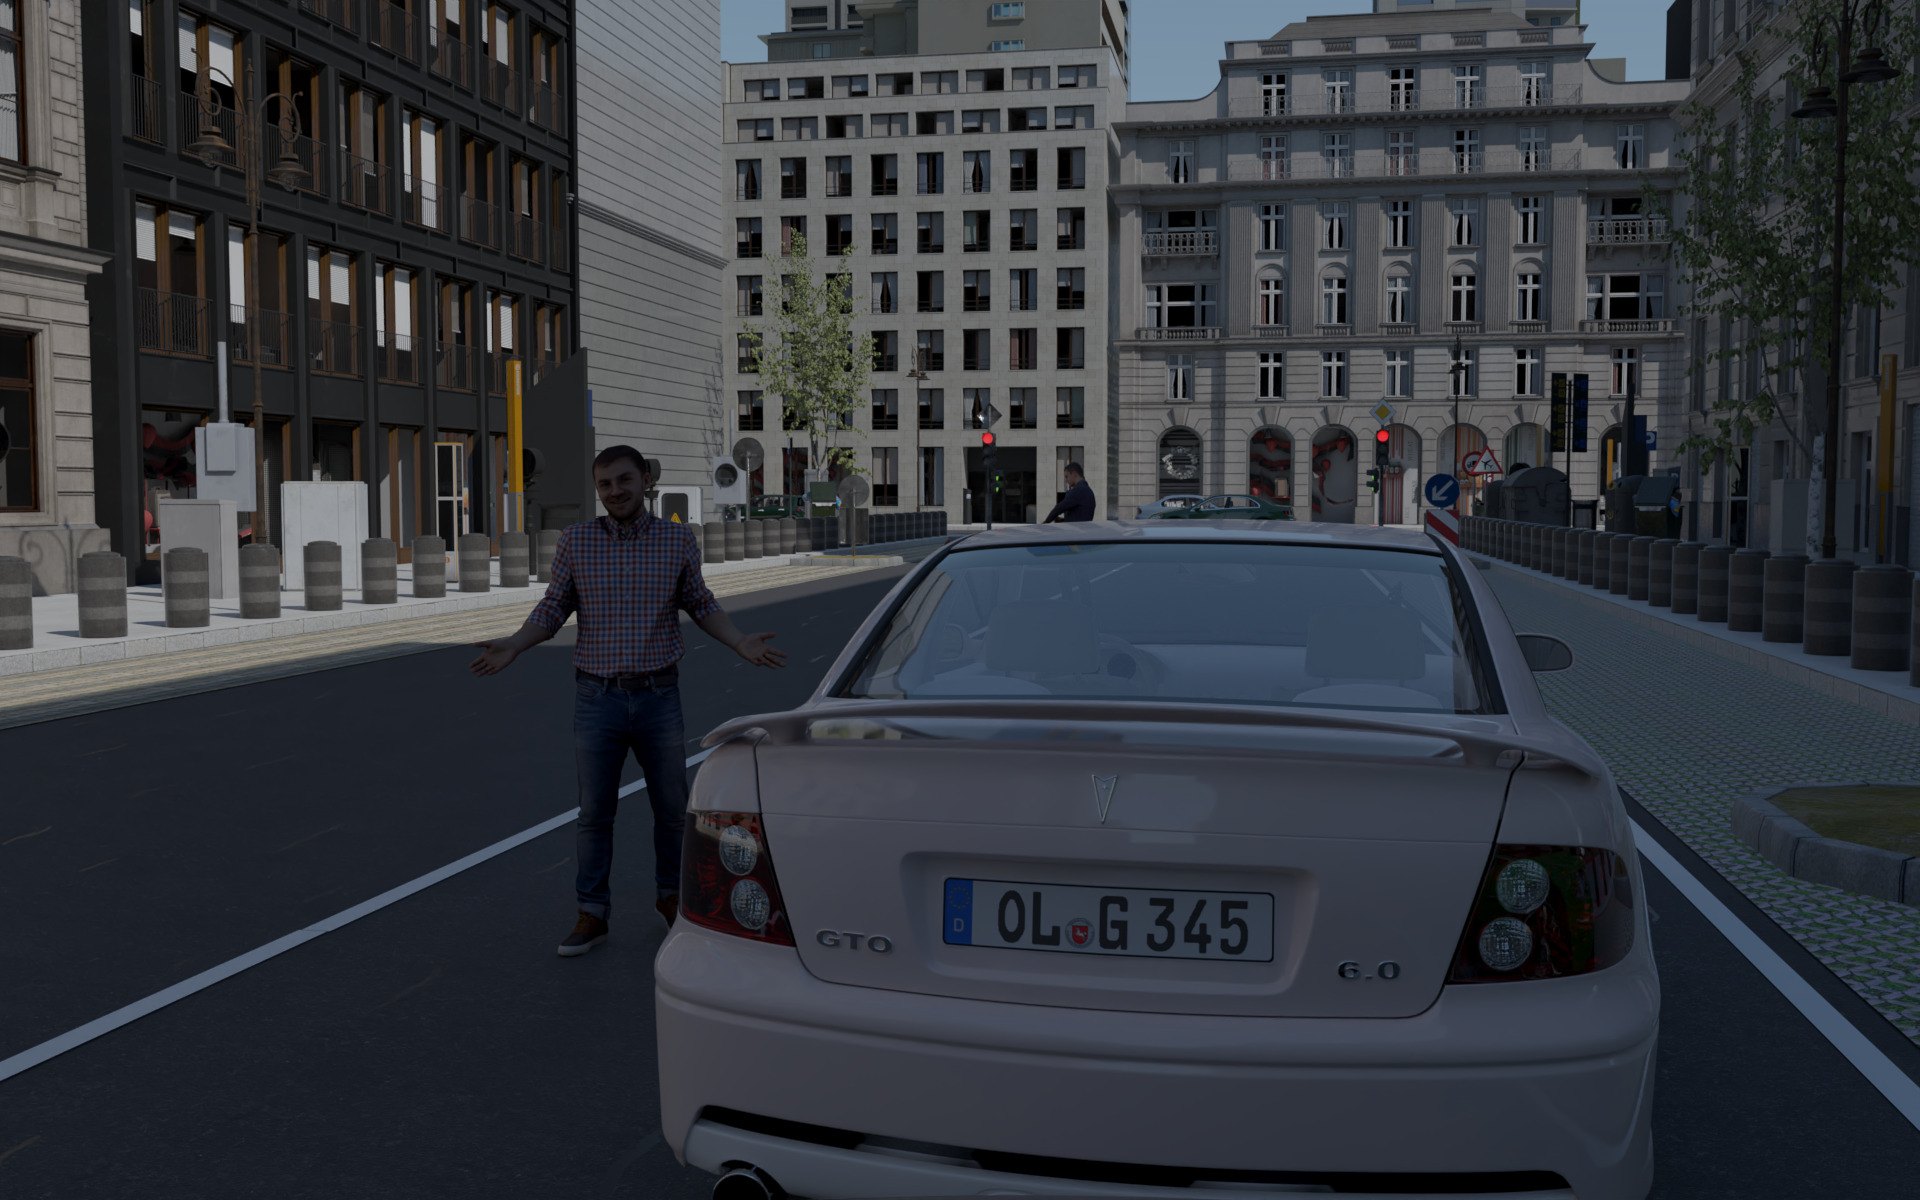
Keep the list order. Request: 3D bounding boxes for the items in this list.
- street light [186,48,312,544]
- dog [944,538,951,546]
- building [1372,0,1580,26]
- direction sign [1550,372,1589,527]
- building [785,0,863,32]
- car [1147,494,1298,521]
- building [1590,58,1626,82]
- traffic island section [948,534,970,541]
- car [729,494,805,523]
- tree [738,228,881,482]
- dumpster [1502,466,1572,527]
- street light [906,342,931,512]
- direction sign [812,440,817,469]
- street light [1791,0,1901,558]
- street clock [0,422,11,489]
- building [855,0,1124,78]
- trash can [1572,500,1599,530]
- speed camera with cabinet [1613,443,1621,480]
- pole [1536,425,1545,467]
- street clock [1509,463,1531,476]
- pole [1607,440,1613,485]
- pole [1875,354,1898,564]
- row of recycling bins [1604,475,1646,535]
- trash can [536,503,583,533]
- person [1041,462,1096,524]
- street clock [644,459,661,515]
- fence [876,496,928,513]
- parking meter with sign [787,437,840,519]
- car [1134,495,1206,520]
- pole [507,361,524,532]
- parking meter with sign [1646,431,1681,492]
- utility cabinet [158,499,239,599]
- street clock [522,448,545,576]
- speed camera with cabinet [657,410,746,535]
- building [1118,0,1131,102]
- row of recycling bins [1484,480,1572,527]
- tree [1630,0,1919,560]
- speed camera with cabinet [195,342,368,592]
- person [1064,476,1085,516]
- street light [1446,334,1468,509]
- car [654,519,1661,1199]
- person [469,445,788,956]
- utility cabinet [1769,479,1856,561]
[{"bbox_3d":[-7.543,-2.800,18.561,0.468,5.910,1.993,1,4,11],"label":"street light"},{"bbox_3d":[-0.425,-1.236,40.406,0.748,0.427,0.550,-1,4,-13],"label":"dog"},{"bbox_3d":[54.617,-39.363,185.583,21.231,58.520,28.212,1,4,11],"label":"building"},{"bbox_3d":[11.412,-2.477,32.497,0.876,3.537,0.379,-2,4,-24],"label":"direction sign"},{"bbox_3d":[-12.600,-49.503,247.622,20.611,71.187,20.563,1,4,11],"label":"building"},{"bbox_3d":[8.496,-2.730,56.431,4.920,1.459,2.131,1,4,10],"label":"car"},{"bbox_3d":[55.775,-28.596,159.421,32.217,40.220,23.993,1,4,11],"label":"building"},{"bbox_3d":[0.878,-1.902,53.386,2.009,0.180,2.903,1,4,11],"label":"traffic island section"},{"bbox_3d":[-7.665,-3.564,68.061,4.222,1.686,2.009,1,4,13],"label":"car"},{"bbox_3d":[-3.946,-5.954,47.716,4.737,8.622,4.395,0,3,0],"label":"tree"},{"bbox_3d":[12.372,-1.922,37.176,1.264,1.857,1.865,1,4,11],"label":"dumpster"},{"bbox_3d":[-1.273,-4.900,52.900,0.468,5.910,1.993,1,4,11],"label":"street light"},{"bbox_3d":[-6.139,-4.973,73.310,0.379,3.537,0.876,-1,4,-21],"label":"direction sign"},{"bbox_3d":[7.823,-2.610,15.458,0.468,5.910,1.993,1,4,11],"label":"street light"},{"bbox_3d":[-9.107,-0.707,16.124,0.358,2.002,0.471,3,4,36],"label":"street clock"},{"bbox_3d":[2.780,-32.360,152.790,21.300,48.544,21.600,1,4,11],"label":"building"},{"bbox_3d":[16.275,-2.048,45.140,0.748,1.137,0.748,0,3,0],"label":"trash can"},{"bbox_3d":[25.523,-4.392,66.150,0.660,3.252,2.038,0,4,6],"label":"speed camera with cabinet"},{"bbox_3d":[17.097,-3.500,51.072,0.158,3.312,0.155,0,3,0],"label":"pole"},{"bbox_3d":[12.925,-2.166,39.982,0.358,2.002,0.471,-3,5,-40],"label":"street clock"},{"bbox_3d":[24.297,-4.340,64.806,0.158,3.312,0.155,0,3,0],"label":"pole"},{"bbox_3d":[13.568,-1.928,25.369,0.158,3.312,0.155,0,3,0],"label":"pole"},{"bbox_3d":[15.215,-1.961,39.173,1.069,1.692,3.534,1,4,16],"label":"row of recycling bins"},{"bbox_3d":[-6.522,-1.015,28.241,0.748,1.137,0.748,0,3,0],"label":"trash can"},{"bbox_3d":[1.114,-0.568,18.231,0.568,1.767,0.683,1,4,21],"label":"person"},{"bbox_3d":[-6.303,-1.885,35.389,0.358,2.002,0.471,-2,4,-35],"label":"street clock"},{"bbox_3d":[-2.409,-3.716,71.958,2.264,1.192,0.480,0,4,-1],"label":"fence"},{"bbox_3d":[-4.418,-3.499,53.472,1.738,3.016,0.543,-1,4,-14],"label":"parking meter with sign"},{"bbox_3d":[8.592,-3.113,62.901,4.499,1.417,2.014,1,4,10],"label":"car"},{"bbox_3d":[-6.837,-2.006,26.637,0.158,3.312,0.155,0,3,0],"label":"pole"},{"bbox_3d":[19.146,-3.103,46.987,0.543,3.016,1.738,-1,4,-15],"label":"parking meter with sign"},{"bbox_3d":[-9.402,-0.627,21.412,1.020,1.237,0.306,2,4,24],"label":"utility cabinet"},{"bbox_3d":[-6.785,-1.389,27.284,0.471,2.002,0.358,2,4,24],"label":"street clock"},{"bbox_3d":[-6.069,-2.833,40.662,2.038,3.252,0.660,1,4,8],"label":"speed camera with cabinet"},{"bbox_3d":[7.252,-52.895,177.502,22.319,86.520,31.000,1,4,11],"label":"building"},{"bbox_3d":[16.073,-2.574,49.197,1.069,1.692,3.534,-1,4,-16],"label":"row of recycling bins"},{"bbox_3d":[10.820,-4.378,21.936,4.737,8.622,4.395,0,3,0],"label":"tree"},{"bbox_3d":[-8.939,-1.745,22.874,2.038,3.252,0.660,0,4,-5],"label":"speed camera with cabinet"},{"bbox_3d":[2.270,-1.523,33.577,0.721,1.800,0.419,-1,4,-15],"label":"person"},{"bbox_3d":[14.338,-4.726,50.063,0.468,5.910,1.993,1,4,11],"label":"street light"},{"bbox_3d":[0.712,0.456,4.903,2.083,1.381,4.827,1,4,12],"label":"car"},{"bbox_3d":[-1.057,0.305,5.478,0.963,1.587,0.435,-1,4,-18],"label":"person"},{"bbox_3d":[12.391,-1.011,25.215,1.173,1.500,0.318,-1,4,-11],"label":"utility cabinet"}]
